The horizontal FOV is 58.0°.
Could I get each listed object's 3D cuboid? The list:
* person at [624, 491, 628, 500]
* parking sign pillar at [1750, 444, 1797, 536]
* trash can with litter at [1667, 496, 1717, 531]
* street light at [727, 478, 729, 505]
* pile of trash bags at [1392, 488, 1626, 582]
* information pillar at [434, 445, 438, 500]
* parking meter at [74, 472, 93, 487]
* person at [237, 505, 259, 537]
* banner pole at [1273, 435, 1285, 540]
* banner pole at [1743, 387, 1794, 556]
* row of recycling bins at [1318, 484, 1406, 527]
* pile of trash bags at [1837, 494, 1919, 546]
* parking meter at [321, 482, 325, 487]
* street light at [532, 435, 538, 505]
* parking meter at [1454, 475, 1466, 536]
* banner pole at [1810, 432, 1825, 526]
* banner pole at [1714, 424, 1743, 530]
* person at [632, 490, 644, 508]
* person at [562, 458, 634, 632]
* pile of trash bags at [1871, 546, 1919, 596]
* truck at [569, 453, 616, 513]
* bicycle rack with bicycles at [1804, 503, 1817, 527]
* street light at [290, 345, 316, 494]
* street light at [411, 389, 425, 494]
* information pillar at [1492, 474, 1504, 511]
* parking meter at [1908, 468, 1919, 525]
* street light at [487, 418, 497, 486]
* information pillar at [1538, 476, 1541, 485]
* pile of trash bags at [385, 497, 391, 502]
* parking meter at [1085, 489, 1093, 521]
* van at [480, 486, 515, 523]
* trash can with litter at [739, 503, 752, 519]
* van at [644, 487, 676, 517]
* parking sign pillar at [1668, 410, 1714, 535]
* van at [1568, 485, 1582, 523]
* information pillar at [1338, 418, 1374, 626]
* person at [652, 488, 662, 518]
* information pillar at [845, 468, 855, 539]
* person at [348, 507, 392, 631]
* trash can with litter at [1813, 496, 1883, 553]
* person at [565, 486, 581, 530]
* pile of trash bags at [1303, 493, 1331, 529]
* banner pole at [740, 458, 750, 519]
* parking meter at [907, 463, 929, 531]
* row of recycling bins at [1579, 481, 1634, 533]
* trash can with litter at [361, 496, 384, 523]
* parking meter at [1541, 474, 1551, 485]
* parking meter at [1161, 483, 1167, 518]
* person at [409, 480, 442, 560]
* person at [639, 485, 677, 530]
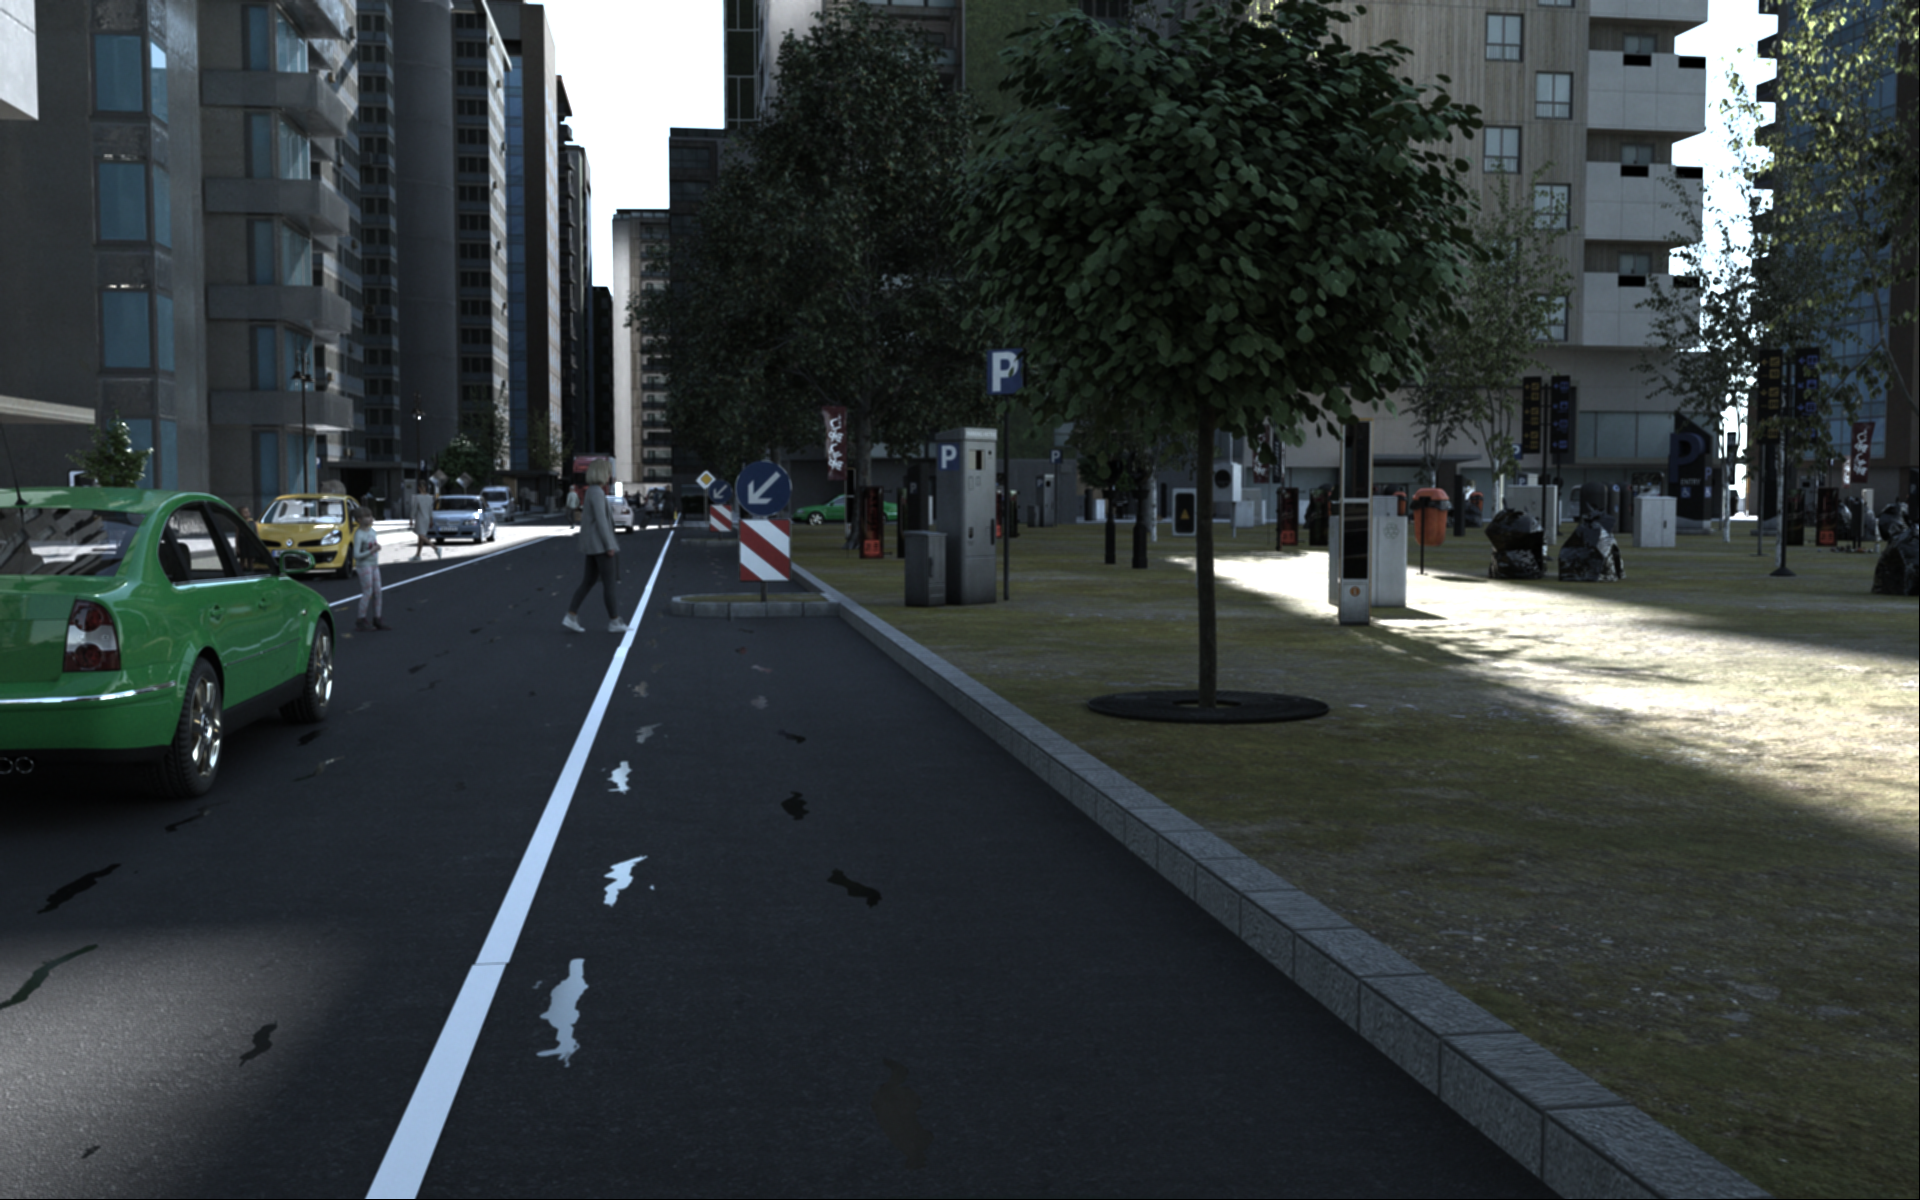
[{"bbox_3d":[-32.800,-9.812,169.648,0.721,1.743,1.217,-3,5,-39],"label":"person"},{"bbox_3d":[25.161,-3.964,53.283,1.447,3.967,1.447,-1,4,-10],"label":"parking sign pillar"},{"bbox_3d":[24.990,-2.993,59.990,2.233,1.210,1.678,2,4,34],"label":"trash can with litter"},{"bbox_3d":[-16.471,-9.169,122.699,0.468,5.910,1.993,-1,4,-9],"label":"street light"},{"bbox_3d":[8.569,-1.043,26.801,3.447,1.369,1.912,3,5,41],"label":"pile of trash bags"},{"bbox_3d":[-24.803,-5.546,82.033,0.183,3.616,0.504,-2,4,-27],"label":"information pillar"},{"bbox_3d":[-22.501,-2.371,44.475,0.255,1.863,0.399,2,4,32],"label":"parking meter"},{"bbox_3d":[-11.158,-0.854,27.130,0.362,1.253,0.373,-2,4,-31],"label":"person"},{"bbox_3d":[9.029,-3.602,48.912,0.401,3.779,0.863,-1,4,-19],"label":"banner pole"},{"bbox_3d":[16.812,-2.801,35.816,0.401,3.779,0.863,-2,4,-35],"label":"banner pole"},{"bbox_3d":[15.789,-3.742,68.286,3.534,1.692,1.069,0,4,-5],"label":"row of recycling bins"},{"bbox_3d":[25.140,-2.291,47.207,1.912,1.369,3.447,-1,4,-10],"label":"pile of trash bags"},{"bbox_3d":[-31.123,-4.842,84.883,0.255,1.863,0.399,-3,5,-41],"label":"parking meter"},{"bbox_3d":[-33.187,-9.953,135.515,0.468,5.910,1.993,-1,4,-9],"label":"street light"},{"bbox_3d":[15.201,-2.872,52.675,0.255,1.863,0.399,2,4,33],"label":"parking meter"},{"bbox_3d":[34.409,-4.853,69.363,0.401,3.779,0.863,0,4,-3],"label":"banner pole"},{"bbox_3d":[27.043,-4.345,61.065,0.401,3.779,0.863,-1,4,-21],"label":"banner pole"},{"bbox_3d":[-32.918,-10.314,177.221,1.350,1.814,0.705,-1,4,-18],"label":"person"},{"bbox_3d":[-3.791,-0.572,18.036,0.728,1.800,0.709,-1,4,-20],"label":"person"},{"bbox_3d":[13.505,-0.732,21.714,3.447,1.369,1.912,0,3,0],"label":"pile of trash bags"},{"bbox_3d":[-25.547,-8.081,121.037,2.839,4.237,11.283,-1,4,-9],"label":"truck"},{"bbox_3d":[32.955,-3.323,67.719,2.925,0.926,2.852,0,4,0],"label":"bicycle rack with bicycles"},{"bbox_3d":[-20.352,-4.954,53.781,0.468,5.910,1.993,-1,4,-9],"label":"street light"},{"bbox_3d":[-23.942,-6.348,76.580,0.468,5.910,1.993,-1,4,-9],"label":"street light"},{"bbox_3d":[19.454,-3.558,62.668,0.304,2.012,0.304,3,5,40],"label":"information pillar"},{"bbox_3d":[21.457,-2.023,38.779,0.255,1.863,0.399,0,4,-4],"label":"parking meter"},{"bbox_3d":[-28.614,-8.142,105.912,0.468,5.910,1.993,-1,4,-9],"label":"street light"},{"bbox_3d":[23.685,-4.031,70.396,0.304,2.012,0.304,-1,4,-21],"label":"information pillar"},{"bbox_3d":[-37.245,-6.420,114.716,3.447,1.369,1.912,-3,4,-36],"label":"pile of trash bags"},{"bbox_3d":[6.550,-4.874,88.099,0.372,1.533,0.369,0,3,0],"label":"parking meter"},{"bbox_3d":[-23.559,-4.941,87.804,2.013,2.044,4.112,-1,4,-10],"label":"van"},{"bbox_3d":[-10.415,-4.488,84.760,0.624,1.170,1.055,-2,4,-27],"label":"trash can with litter"},{"bbox_3d":[-18.761,-6.184,108.124,2.013,2.044,4.112,0,4,-8],"label":"van"},{"bbox_3d":[23.081,-4.054,54.752,1.447,3.967,1.447,-2,4,-33],"label":"parking sign pillar"},{"bbox_3d":[30.448,-4.492,80.455,4.112,2.044,2.013,-1,4,-9],"label":"van"},{"bbox_3d":[3.869,-0.762,16.951,0.304,2.012,0.304,1,4,10],"label":"information pillar"},{"bbox_3d":[-18.243,-5.855,104.255,0.654,1.822,0.581,0,4,-8],"label":"person"},{"bbox_3d":[-3.118,-2.731,49.141,0.304,2.012,0.304,0,4,-5],"label":"information pillar"},{"bbox_3d":[-6.197,-0.333,18.216,0.394,1.301,0.425,0,4,-3],"label":"person"},{"bbox_3d":[19.944,-1.674,38.423,1.678,1.210,2.233,1,4,16],"label":"trash can with litter"},{"bbox_3d":[-15.626,-3.739,70.116,0.515,1.767,0.782,2,4,27],"label":"person"},{"bbox_3d":[13.541,-3.292,63.570,1.912,1.369,3.447,1,4,12],"label":"pile of trash bags"},{"bbox_3d":[-10.188,-5.651,82.403,0.863,3.779,0.401,3,5,44],"label":"banner pole"},{"bbox_3d":[-0.803,-1.666,32.949,0.255,1.863,0.399,-3,5,-43],"label":"parking meter"},{"bbox_3d":[21.533,-3.053,57.032,3.534,1.692,1.069,-3,5,-39],"label":"row of recycling bins"},{"bbox_3d":[-26.927,-4.119,78.405,1.678,1.210,2.233,-2,4,-29],"label":"trash can with litter"},{"bbox_3d":[17.150,-2.755,50.750,0.255,1.863,0.399,1,4,15],"label":"parking meter"},{"bbox_3d":[10.862,-5.299,92.348,0.255,1.863,0.399,1,4,17],"label":"parking meter"},{"bbox_3d":[-11.530,-1.717,37.325,0.760,1.731,0.466,0,4,1],"label":"person"},{"bbox_3d":[-12.096,-3.725,69.622,1.509,1.804,0.699,1,4,12],"label":"person"}]
